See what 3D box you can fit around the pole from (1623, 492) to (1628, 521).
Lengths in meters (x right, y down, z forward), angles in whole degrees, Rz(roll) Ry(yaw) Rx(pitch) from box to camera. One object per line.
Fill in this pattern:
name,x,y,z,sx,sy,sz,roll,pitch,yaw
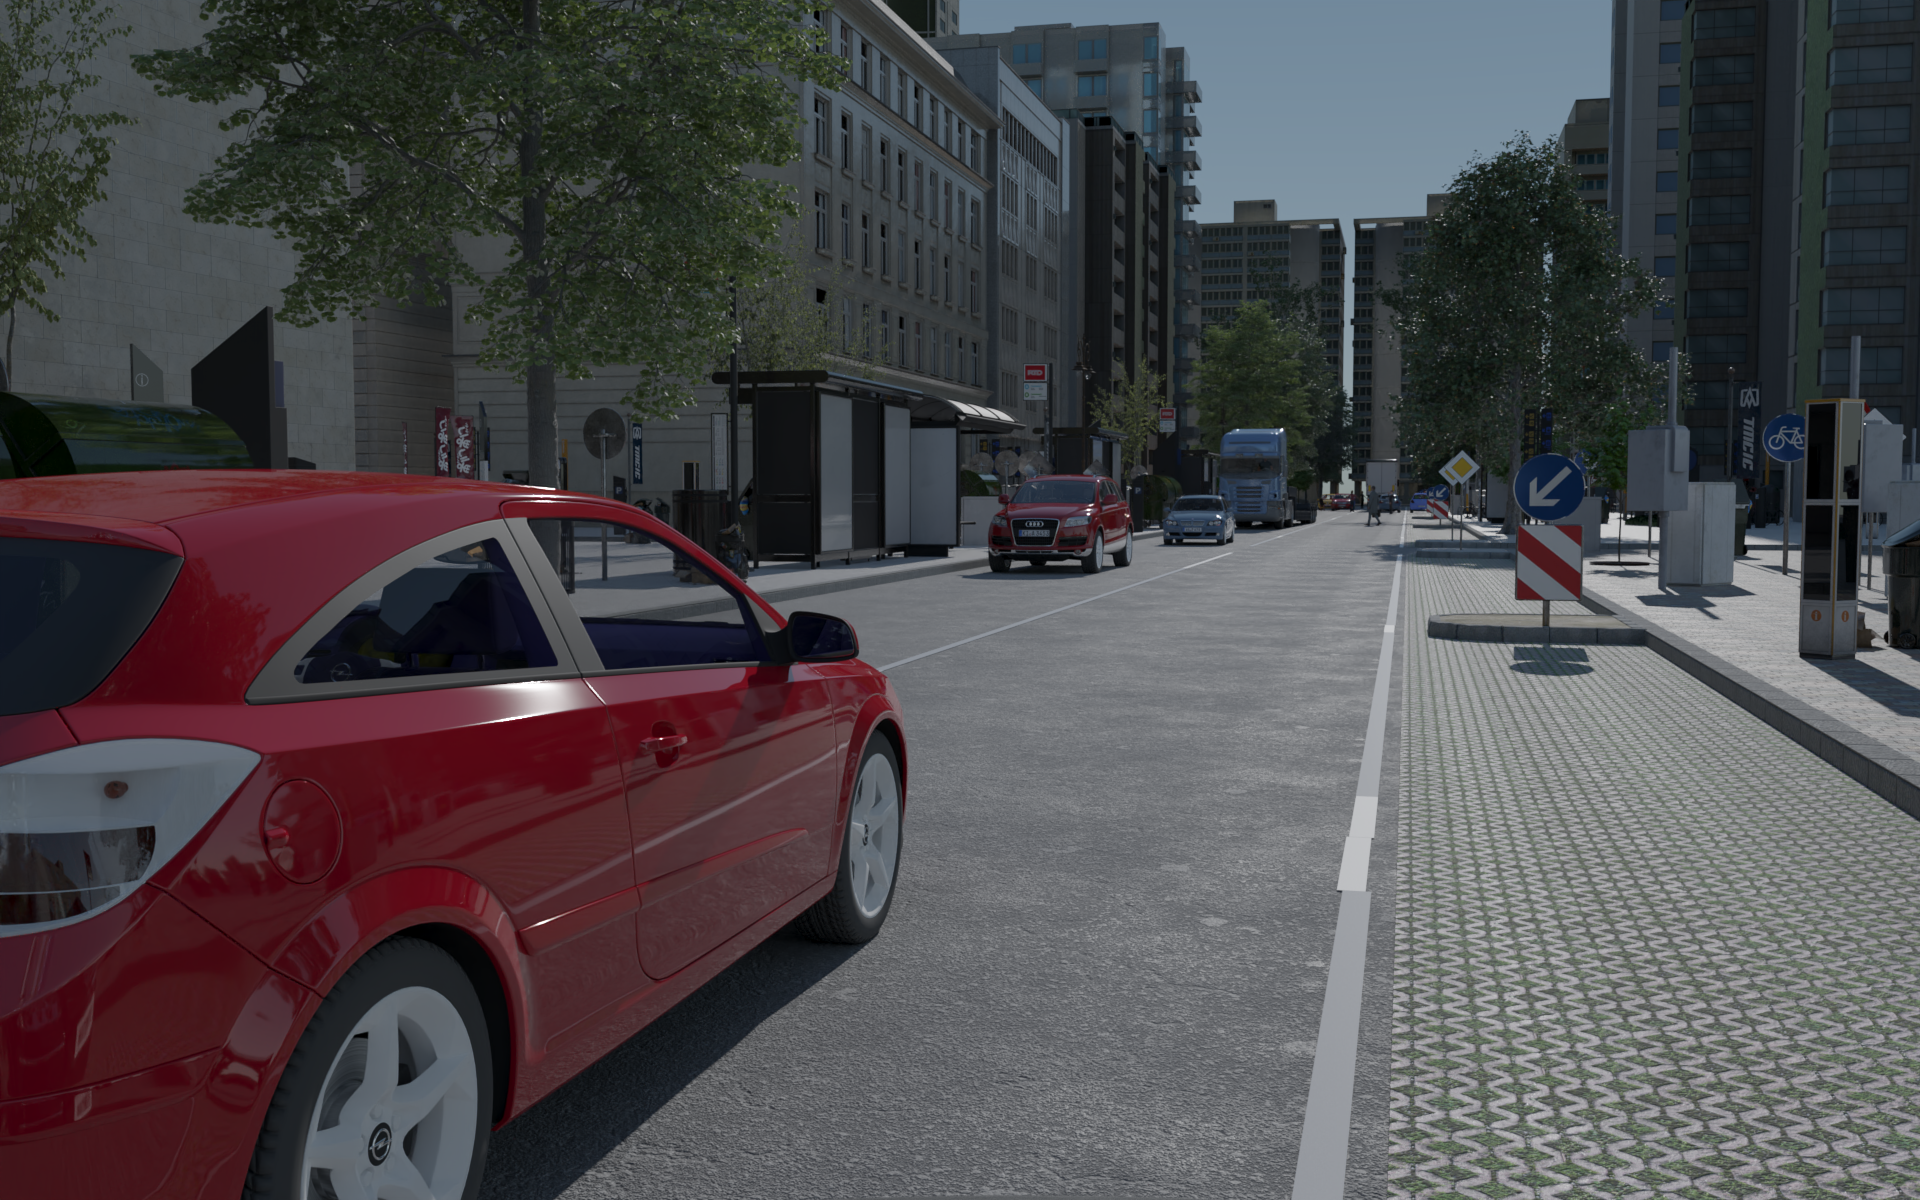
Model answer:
pole,31.921,-5.455,83.036,0.158,3.312,0.155,0,3,0

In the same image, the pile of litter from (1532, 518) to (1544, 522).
pile of litter,29.113,-4.429,86.379,1.176,0.858,1.719,1,4,15

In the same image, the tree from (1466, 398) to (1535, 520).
tree,25.656,-8.201,84.455,4.737,8.622,4.395,0,3,0

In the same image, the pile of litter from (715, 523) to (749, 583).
pile of litter,-3.592,-0.684,25.146,1.176,0.858,1.719,1,4,12

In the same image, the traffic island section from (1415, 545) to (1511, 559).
traffic island section,11.462,-1.058,39.572,2.009,0.180,2.903,1,4,14

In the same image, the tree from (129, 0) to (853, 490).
tree,-4.892,-6.179,19.162,7.486,12.596,7.792,0,3,0

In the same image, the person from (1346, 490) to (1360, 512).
person,31.146,-7.836,137.346,1.217,1.743,0.721,3,5,40

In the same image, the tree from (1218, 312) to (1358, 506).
tree,22.032,-13.216,122.743,9.857,13.997,8.962,0,3,0

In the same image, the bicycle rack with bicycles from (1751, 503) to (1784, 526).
bicycle rack with bicycles,32.167,-3.495,70.517,2.925,0.926,2.852,0,4,-5

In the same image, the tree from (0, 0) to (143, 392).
tree,-12.693,-4.400,22.309,4.737,8.622,4.395,0,3,0

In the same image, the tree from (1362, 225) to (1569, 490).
tree,30.810,-15.247,105.185,12.611,20.169,13.585,0,3,0

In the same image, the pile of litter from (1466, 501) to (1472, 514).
pile of litter,35.201,-6.287,116.760,1.719,0.858,1.176,-3,5,-39

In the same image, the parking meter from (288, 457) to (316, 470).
parking meter,-10.465,-1.340,27.621,0.255,1.863,0.399,3,5,40

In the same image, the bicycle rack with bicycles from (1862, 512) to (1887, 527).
bicycle rack with bicycles,34.776,-3.321,67.687,2.925,0.926,2.852,-2,4,-27

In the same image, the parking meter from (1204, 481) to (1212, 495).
parking meter,11.269,-4.468,78.769,0.255,1.863,0.399,2,4,34

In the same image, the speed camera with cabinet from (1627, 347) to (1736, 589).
speed camera with cabinet,10.025,-1.816,24.027,2.038,3.252,0.660,-3,5,-40

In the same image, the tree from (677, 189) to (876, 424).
tree,-4.755,-5.585,41.676,4.360,8.622,3.978,0,3,0

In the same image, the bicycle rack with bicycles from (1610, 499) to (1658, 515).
bicycle rack with bicycles,44.222,-6.185,114.508,2.852,0.926,2.925,0,4,0

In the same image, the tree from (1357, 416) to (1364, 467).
tree,39.659,-17.347,190.272,9.857,13.997,8.962,0,3,0

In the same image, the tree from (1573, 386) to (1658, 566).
tree,11.876,-2.251,31.409,1.663,3.219,1.824,0,3,0

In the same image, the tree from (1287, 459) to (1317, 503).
tree,31.252,-10.742,159.352,4.285,4.588,4.351,0,3,0

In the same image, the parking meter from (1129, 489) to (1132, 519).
parking meter,8.159,-4.525,82.391,0.372,1.533,0.369,0,3,0

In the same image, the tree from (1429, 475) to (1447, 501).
tree,50.237,-11.955,179.181,4.285,4.588,4.351,0,3,0

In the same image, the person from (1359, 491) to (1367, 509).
person,39.410,-9.793,169.336,1.217,1.735,0.721,-3,5,-41

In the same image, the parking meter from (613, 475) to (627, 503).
parking meter,-10.673,-2.979,54.416,0.399,1.863,0.255,0,3,0

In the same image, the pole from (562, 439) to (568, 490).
pole,-14.685,-4.317,64.420,0.158,3.312,0.155,0,3,0

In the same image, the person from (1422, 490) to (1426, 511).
person,38.944,-8.302,144.760,0.750,1.759,0.617,0,4,5

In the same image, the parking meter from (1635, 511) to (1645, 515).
parking meter,28.689,-3.953,73.039,0.372,1.533,0.369,0,3,0

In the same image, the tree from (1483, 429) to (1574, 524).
tree,20.854,-4.901,63.841,4.285,4.588,4.351,0,3,0

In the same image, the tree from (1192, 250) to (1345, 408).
tree,24.081,-17.206,137.215,12.611,20.169,13.585,0,3,0

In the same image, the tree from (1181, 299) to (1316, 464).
tree,16.797,-11.173,100.804,7.486,12.596,7.792,0,3,0

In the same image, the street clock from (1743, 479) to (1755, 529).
street clock,28.951,-3.611,63.611,0.358,2.002,0.471,0,4,-2

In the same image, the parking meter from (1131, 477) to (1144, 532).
parking meter,5.966,-3.213,58.248,0.399,1.863,0.255,0,4,5

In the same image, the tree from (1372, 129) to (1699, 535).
tree,17.726,-8.433,54.894,9.611,12.733,9.660,0,3,0

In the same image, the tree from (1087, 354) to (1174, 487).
tree,8.929,-8.566,90.424,4.360,8.622,3.978,0,3,0

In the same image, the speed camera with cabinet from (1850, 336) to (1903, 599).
speed camera with cabinet,11.535,-1.639,21.138,0.660,3.252,2.038,-1,4,-12

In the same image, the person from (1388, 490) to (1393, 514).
person,30.609,-6.977,123.383,0.445,1.727,0.742,-2,4,-28

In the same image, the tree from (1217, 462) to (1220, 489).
tree,14.302,-5.978,92.344,1.663,3.219,1.824,0,3,0

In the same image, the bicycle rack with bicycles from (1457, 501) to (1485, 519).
bicycle rack with bicycles,27.278,-4.694,90.132,2.925,0.926,2.852,0,4,-1

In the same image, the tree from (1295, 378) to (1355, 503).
tree,35.495,-16.361,177.876,12.009,13.543,11.850,0,3,0

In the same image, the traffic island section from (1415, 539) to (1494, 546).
traffic island section,13.464,-1.530,47.303,2.009,0.180,2.903,1,4,14

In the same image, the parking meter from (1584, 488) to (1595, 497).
parking meter,23.599,-3.457,64.931,0.372,1.533,0.369,0,3,0

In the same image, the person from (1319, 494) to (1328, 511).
person,30.714,-8.226,146.185,0.799,1.438,0.628,1,4,21

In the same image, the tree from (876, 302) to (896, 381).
tree,-4.268,-6.286,53.143,4.360,8.622,3.978,0,3,0

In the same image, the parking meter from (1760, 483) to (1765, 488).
parking meter,41.592,-5.128,89.558,0.399,1.863,0.255,3,5,43

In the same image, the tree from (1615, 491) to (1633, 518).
tree,36.220,-6.711,93.432,4.285,4.588,4.351,0,3,0

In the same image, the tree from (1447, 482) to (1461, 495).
tree,41.647,-9.141,144.058,1.663,3.219,1.824,0,3,0

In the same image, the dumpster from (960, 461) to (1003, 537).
dumpster,0.307,-2.947,50.681,1.502,2.255,1.985,1,4,14

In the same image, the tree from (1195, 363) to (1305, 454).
tree,18.618,-10.779,110.643,7.601,10.594,8.767,-1,4,-20

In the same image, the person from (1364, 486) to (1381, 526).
person,18.682,-4.268,78.384,0.767,1.812,0.694,3,5,44

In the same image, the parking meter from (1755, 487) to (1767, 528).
parking meter,30.073,-3.464,65.041,0.372,1.533,0.369,0,3,0

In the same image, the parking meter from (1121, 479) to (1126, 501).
parking meter,6.324,-3.786,67.619,0.255,1.863,0.399,-1,4,-13

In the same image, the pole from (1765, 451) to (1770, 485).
pole,37.754,-5.331,81.000,0.158,3.312,0.155,0,3,0
